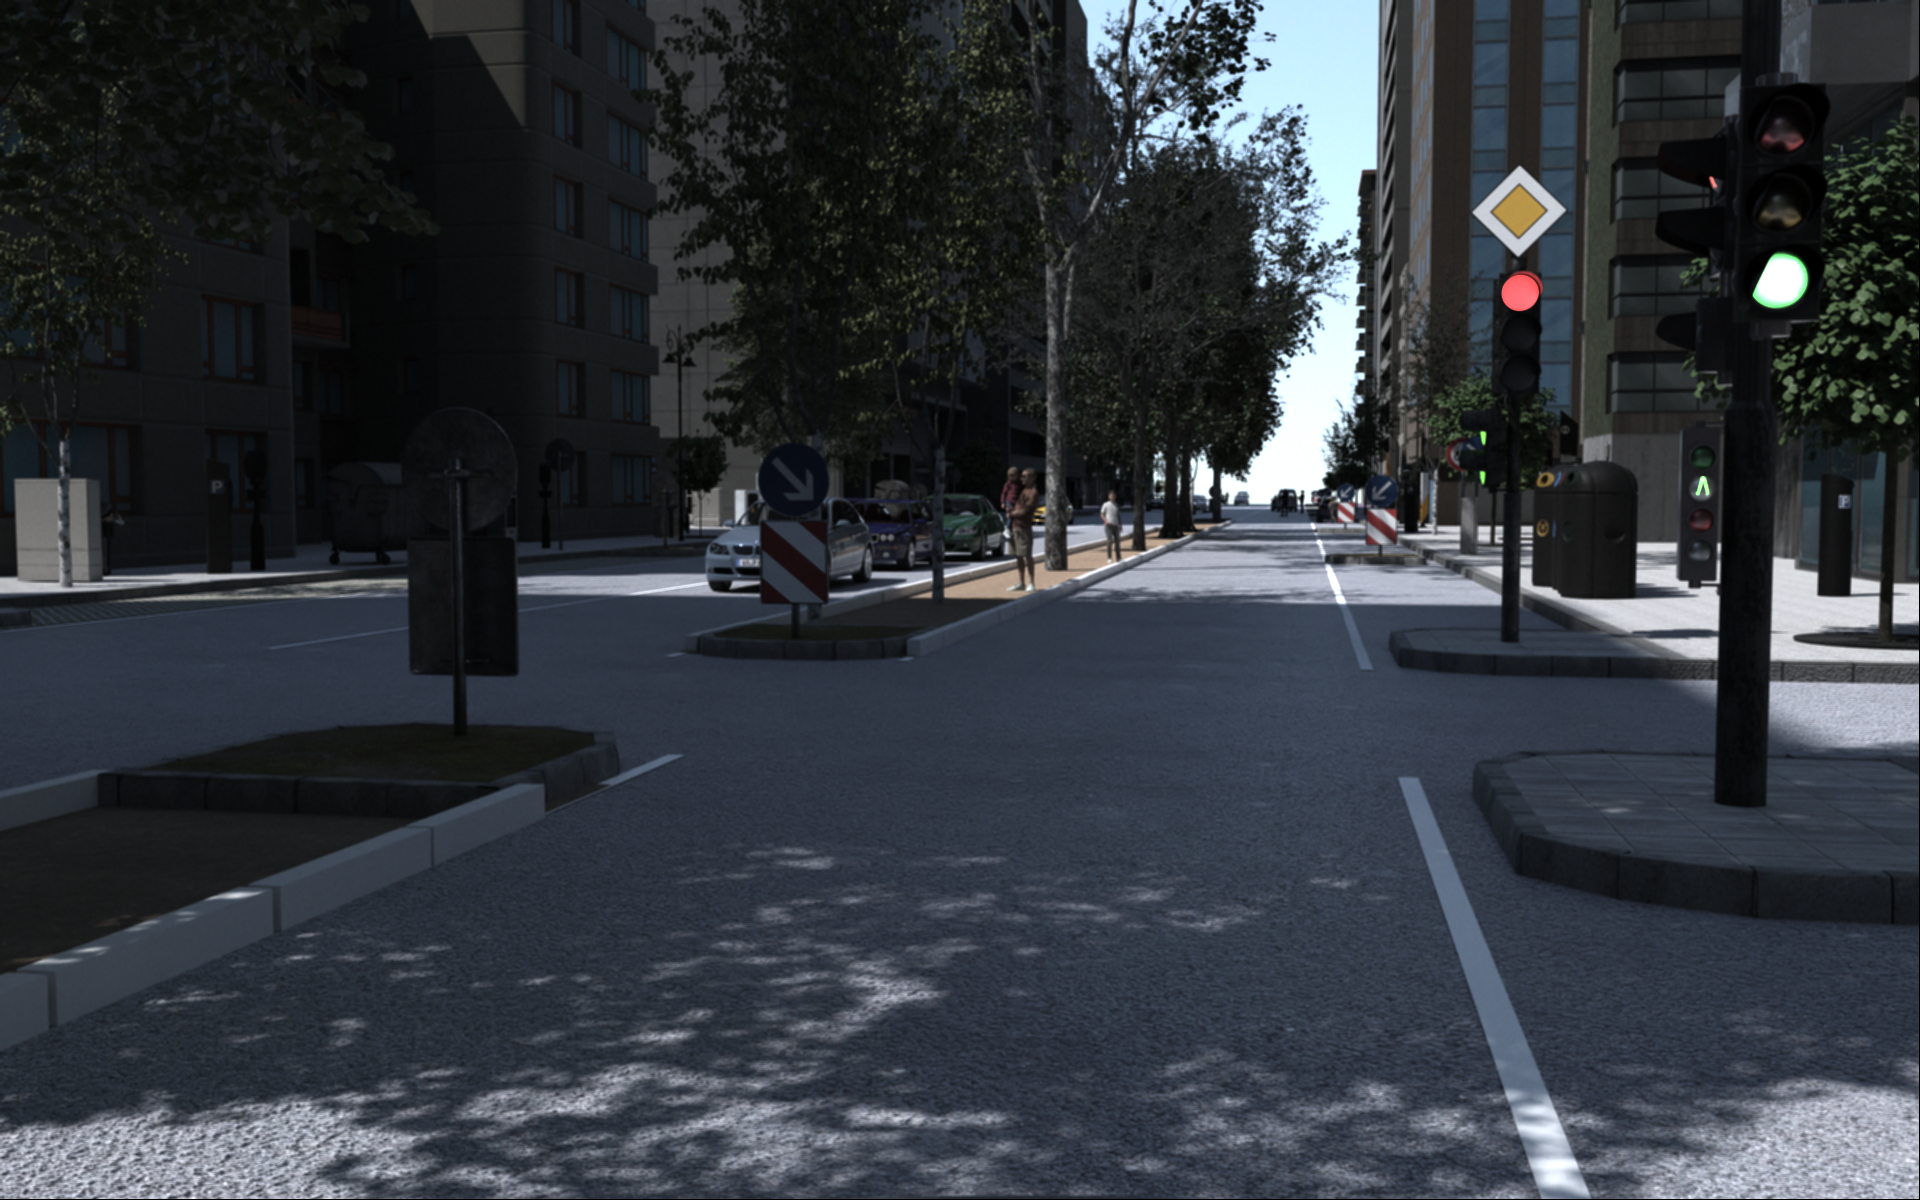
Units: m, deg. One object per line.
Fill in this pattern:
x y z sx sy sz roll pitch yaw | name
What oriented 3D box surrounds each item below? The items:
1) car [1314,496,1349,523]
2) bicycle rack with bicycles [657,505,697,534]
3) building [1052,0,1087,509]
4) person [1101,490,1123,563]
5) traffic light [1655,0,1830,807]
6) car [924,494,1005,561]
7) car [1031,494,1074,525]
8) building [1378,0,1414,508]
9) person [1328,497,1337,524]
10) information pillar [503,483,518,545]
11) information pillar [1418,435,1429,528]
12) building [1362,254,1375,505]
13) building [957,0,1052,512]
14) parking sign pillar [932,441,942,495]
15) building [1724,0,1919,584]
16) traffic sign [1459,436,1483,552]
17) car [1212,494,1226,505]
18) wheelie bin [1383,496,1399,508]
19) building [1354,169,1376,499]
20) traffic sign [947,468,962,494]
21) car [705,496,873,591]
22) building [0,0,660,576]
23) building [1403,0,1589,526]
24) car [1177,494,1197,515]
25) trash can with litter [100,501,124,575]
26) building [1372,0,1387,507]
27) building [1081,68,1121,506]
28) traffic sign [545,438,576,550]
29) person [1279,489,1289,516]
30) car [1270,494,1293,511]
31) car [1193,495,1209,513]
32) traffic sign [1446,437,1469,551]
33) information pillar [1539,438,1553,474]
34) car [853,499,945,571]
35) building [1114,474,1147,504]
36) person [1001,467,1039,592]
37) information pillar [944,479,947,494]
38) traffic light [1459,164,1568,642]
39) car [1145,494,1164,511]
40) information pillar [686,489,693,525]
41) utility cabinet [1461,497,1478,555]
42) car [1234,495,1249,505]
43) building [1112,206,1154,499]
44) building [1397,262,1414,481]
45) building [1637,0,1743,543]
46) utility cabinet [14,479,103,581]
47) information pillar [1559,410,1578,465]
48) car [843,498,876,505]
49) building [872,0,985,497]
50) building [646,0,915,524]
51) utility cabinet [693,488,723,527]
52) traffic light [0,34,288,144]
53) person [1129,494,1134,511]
18.760 -4.537 86.764 1.945 1.354 3.894 1 4 10 | car
-9.879 -2.641 56.568 2.852 0.926 2.925 0 4 -6 | bicycle rack with bicycles
3.185 -30.541 149.463 14.600 45.320 14.200 1 4 11 | building
3.190 -1.519 35.929 0.523 1.515 0.503 2 4 34 | person
1.148 -2.000 7.363 4.771 5.953 1.251 1 4 11 | traffic light
-0.125 -1.634 38.515 2.131 1.459 4.920 1 4 10 | car
4.241 -4.270 80.044 2.015 1.641 3.980 1 4 10 | car
46.944 -31.937 145.877 21.300 48.544 21.600 1 4 11 | building
17.947 -4.323 83.454 0.475 1.303 0.640 -2 4 -33 | person
-11.101 -2.339 42.734 0.304 2.012 0.304 -1 4 -23 | information pillar
17.759 -4.578 66.212 0.183 3.616 0.504 3 5 44 | information pillar
55.600 -26.665 207.670 14.160 30.474 14.107 1 4 11 | building
-5.027 -31.136 132.767 21.300 48.544 21.600 1 4 11 | building
-1.136 -6.047 87.337 1.447 3.967 1.447 0 4 4 | parking sign pillar
27.893 -24.807 25.210 30.456 49.044 23.786 1 4 11 | building
11.384 -2.327 38.159 0.768 2.556 0.104 1 4 20 | traffic sign
35.381 -13.850 236.226 2.009 1.686 4.222 1 4 10 | car
19.624 -4.384 79.591 0.980 1.594 0.693 0 4 4 | wheelie bin
63.379 -35.042 227.566 22.147 44.769 28.867 1 4 11 | building
-0.297 -5.225 85.540 0.768 2.556 0.104 1 4 12 | traffic sign
-2.554 -0.916 26.977 2.014 1.417 4.499 1 4 10 | car
-25.818 -12.085 42.636 27.650 21.520 28.899 1 4 11 | building
26.819 -25.903 73.621 14.600 45.320 14.200 1 4 11 | building
15.539 -6.782 120.667 2.009 1.686 4.222 1 4 9 | car
-13.551 -0.949 26.896 0.624 1.170 1.055 1 4 8 | trash can with litter
55.241 -39.349 185.360 21.231 58.520 28.212 1 4 11 | building
6.059 -35.167 194.596 23.786 49.044 30.456 1 4 11 | building
-9.117 -2.408 39.485 0.768 2.556 0.104 1 4 14 | traffic sign
20.729 -6.242 111.009 0.568 1.767 0.683 3 5 44 | person
27.479 -8.305 147.790 2.014 1.417 4.499 1 4 12 | car
18.173 -7.411 133.529 2.083 1.381 4.827 1 4 13 | car
11.239 -2.360 38.699 0.768 2.556 0.104 1 4 20 | traffic sign
22.140 -4.536 65.526 0.504 3.616 0.183 0 4 -6 | information pillar
-1.469 -1.292 33.712 1.945 1.354 3.894 1 4 12 | car
7.360 -32.442 222.304 32.217 40.220 23.993 1 4 11 | building
0.891 -1.039 25.459 0.580 1.828 0.573 1 4 11 | person
-0.823 -4.732 81.865 0.304 2.012 0.304 -3 4 -37 | information pillar
4.760 -1.591 14.935 0.839 4.253 0.868 1 4 11 | traffic light
16.491 -8.268 144.968 2.009 1.686 4.222 1 4 10 | car
-11.132 -4.114 71.753 0.304 2.012 0.304 1 4 22 | information pillar
10.877 -1.581 37.014 0.306 1.237 1.020 1 4 19 | utility cabinet
36.802 -13.083 226.271 2.083 1.381 4.827 1 4 12 | car
19.408 -34.026 239.912 14.154 41.232 14.086 1 4 11 | building
45.735 -16.894 121.255 27.650 21.520 28.899 1 4 11 | building
25.420 -17.041 50.326 14.160 30.474 14.107 1 4 11 | building
-13.146 -1.015 25.279 1.173 1.500 0.318 1 4 10 | utility cabinet
16.833 -3.463 47.976 0.504 3.616 0.183 2 4 27 | information pillar
-2.925 -1.955 44.548 1.945 1.354 3.894 1 4 11 | car
-13.510 -31.810 109.333 28.713 52.752 27.495 1 4 11 | building
-13.148 -39.444 83.163 20.563 71.187 20.611 1 4 11 | building
-9.813 -3.594 67.446 1.173 1.500 0.318 2 4 24 | utility cabinet
-9.178 -2.631 17.690 4.771 5.953 1.251 1 4 11 | traffic light
14.885 -8.408 149.234 1.065 1.426 0.557 1 4 10 | person
